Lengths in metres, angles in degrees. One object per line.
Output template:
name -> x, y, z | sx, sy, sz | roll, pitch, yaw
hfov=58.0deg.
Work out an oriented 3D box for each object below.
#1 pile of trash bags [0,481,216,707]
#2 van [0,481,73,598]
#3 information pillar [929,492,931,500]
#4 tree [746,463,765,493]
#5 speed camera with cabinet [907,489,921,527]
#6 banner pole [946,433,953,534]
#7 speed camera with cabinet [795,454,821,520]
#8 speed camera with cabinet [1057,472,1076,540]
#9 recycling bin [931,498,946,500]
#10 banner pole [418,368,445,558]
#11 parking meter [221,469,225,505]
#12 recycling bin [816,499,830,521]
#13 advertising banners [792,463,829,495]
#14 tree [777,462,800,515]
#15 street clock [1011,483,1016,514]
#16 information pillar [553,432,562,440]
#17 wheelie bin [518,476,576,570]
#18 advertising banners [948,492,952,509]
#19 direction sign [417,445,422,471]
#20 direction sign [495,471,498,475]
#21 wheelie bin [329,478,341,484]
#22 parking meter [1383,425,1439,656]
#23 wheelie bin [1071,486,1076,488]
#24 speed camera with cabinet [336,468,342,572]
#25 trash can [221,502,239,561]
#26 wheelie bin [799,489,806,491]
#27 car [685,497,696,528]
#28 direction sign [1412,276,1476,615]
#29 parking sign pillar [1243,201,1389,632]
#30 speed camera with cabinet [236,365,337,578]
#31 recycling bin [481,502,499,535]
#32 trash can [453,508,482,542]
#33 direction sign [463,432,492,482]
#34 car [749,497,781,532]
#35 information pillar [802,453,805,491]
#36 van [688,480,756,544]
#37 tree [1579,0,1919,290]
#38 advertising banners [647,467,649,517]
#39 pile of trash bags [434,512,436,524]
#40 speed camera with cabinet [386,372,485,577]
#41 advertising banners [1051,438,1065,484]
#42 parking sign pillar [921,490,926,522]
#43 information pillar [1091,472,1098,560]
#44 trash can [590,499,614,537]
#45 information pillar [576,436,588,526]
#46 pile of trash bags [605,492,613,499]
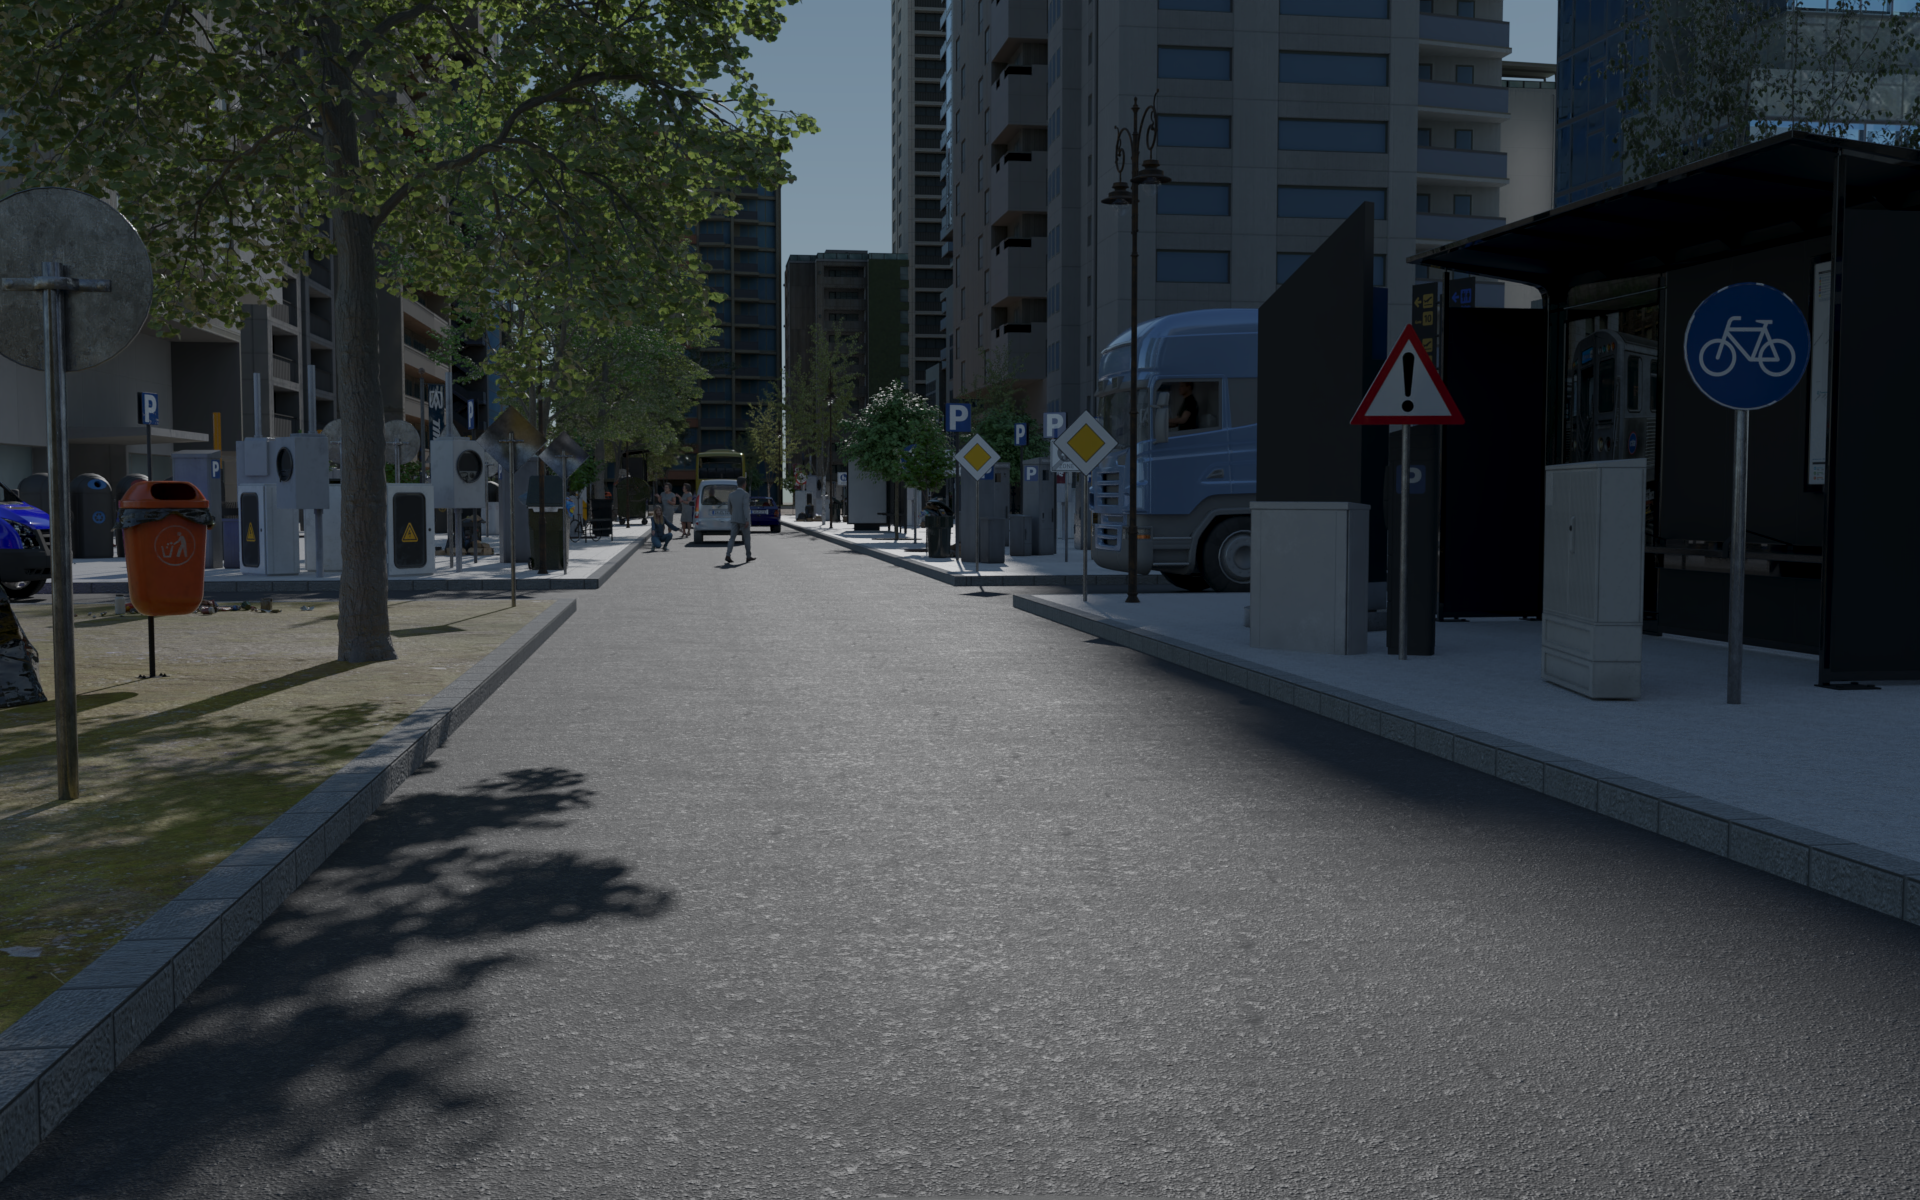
pile of trash bags -> -6.422, -0.069, 10.885 | 1.912, 1.369, 3.447 | 3, 5, 42
van -> -14.726, -1.139, 23.012 | 5.245, 2.365, 2.240 | 0, 4, -7
information pillar -> -1.397, -4.314, 75.030 | 0.304, 2.012, 0.304 | 0, 4, 4
tree -> -21.536, -11.704, 175.070 | 4.285, 4.588, 4.351 | 0, 3, 0
speed camera with cabinet -> -1.939, -4.549, 68.713 | 0.660, 3.252, 2.038 | 0, 4, 6
banner pole -> -0.649, -4.034, 55.980 | 0.863, 3.779, 0.401 | -1, 4, -10
speed camera with cabinet -> -7.443, -5.552, 85.107 | 0.660, 3.252, 2.038 | 1, 4, 18
speed camera with cabinet -> 2.997, -3.354, 49.180 | 0.660, 3.252, 2.038 | 1, 4, 19
recycling bin -> -1.300, -5.404, 100.905 | 0.722, 1.027, 0.722 | 2, 4, 33
banner pole -> -10.552, -2.726, 34.591 | 0.401, 3.779, 0.863 | 2, 4, 26
parking meter -> -14.565, -1.716, 33.774 | 0.255, 1.863, 0.399 | 2, 4, 35
recycling bin -> -6.454, -4.286, 82.630 | 0.722, 1.027, 0.722 | 1, 4, 9
advertising banners -> -8.483, -6.230, 98.048 | 2.074, 3.025, 0.090 | 0, 4, 2
tree -> -10.059, -6.773, 105.341 | 1.663, 3.219, 1.824 | 0, 3, 0
street clock -> 3.016, -5.708, 97.890 | 0.358, 2.002, 0.471 | 0, 4, 6
information pillar -> -14.429, -4.337, 62.265 | 0.183, 3.616, 0.504 | 2, 4, 28
wheelie bin -> -7.003, -1.316, 29.424 | 0.980, 1.594, 0.693 | 0, 4, -2
advertising banners -> 0.185, -6.362, 100.211 | 2.074, 3.025, 0.090 | 2, 4, 29
direction sign -> -25.075, -5.411, 80.461 | 0.379, 3.537, 0.876 | -2, 4, -30
direction sign -> -19.464, -4.889, 71.937 | 0.876, 3.537, 0.379 | -1, 4, -16
wheelie bin -> -12.463, -1.650, 34.884 | 0.980, 1.594, 0.693 | -3, 4, -38
parking meter -> 3.598, -0.497, 13.844 | 0.399, 1.863, 0.255 | 1, 4, 22
wheelie bin -> 4.629, -3.828, 70.491 | 0.980, 1.594, 0.693 | 2, 4, 25
speed camera with cabinet -> -10.805, -2.095, 28.596 | 2.038, 3.252, 0.660 | 0, 4, -3
trash can -> -13.342, -1.245, 32.017 | 0.748, 1.137, 0.748 | 0, 3, 0
wheelie bin -> -8.900, -5.611, 99.654 | 0.980, 1.594, 0.693 | 1, 4, 15
car -> -10.979, -3.785, 74.468 | 1.945, 1.354, 3.894 | -1, 4, -10
direction sign -> 5.129, -1.620, 18.488 | 0.379, 3.537, 0.876 | -2, 4, -30
parking sign pillar -> 3.477, -1.723, 16.649 | 1.447, 3.967, 1.447 | -3, 4, -38
speed camera with cabinet -> -10.566, -1.997, 26.991 | 2.038, 3.252, 0.660 | 3, 5, 44
recycling bin -> -14.864, -2.576, 54.676 | 0.722, 1.027, 0.722 | 1, 4, 10
trash can -> -11.083, -1.671, 38.977 | 0.748, 1.137, 0.748 | 0, 3, 0
direction sign -> -17.754, -4.378, 63.585 | 0.876, 3.537, 0.379 | -1, 4, -16
car -> -7.762, -3.261, 65.903 | 1.945, 1.354, 3.894 | -1, 4, -10
information pillar -> -8.909, -6.554, 98.509 | 0.183, 3.616, 0.504 | -1, 4, -11
van -> -7.082, -2.725, 51.557 | 2.013, 2.044, 4.112 | 0, 4, -7
tree -> 8.818, -4.215, 19.284 | 4.360, 8.622, 3.978 | 0, 3, 0
advertising banners -> -17.835, -6.283, 98.909 | 0.090, 3.025, 2.074 | -1, 4, -11
pile of trash bags -> -12.856, -1.806, 39.280 | 1.912, 1.369, 3.447 | -2, 4, -26
speed camera with cabinet -> -8.501, -2.029, 27.517 | 0.660, 3.252, 2.038 | 2, 4, 32
advertising banners -> 3.297, -3.016, 45.501 | 2.074, 3.025, 0.090 | -1, 4, -18
parking sign pillar -> -1.975, -5.119, 72.164 | 1.447, 3.967, 1.447 | -3, 4, -38
information pillar -> 2.730, -1.796, 33.860 | 0.304, 2.012, 0.304 | 1, 4, 11
trash can -> -10.801, -2.483, 52.251 | 0.748, 1.137, 0.748 | 0, 3, 0
information pillar -> -15.356, -4.823, 70.213 | 0.183, 3.616, 0.504 | 3, 5, 41
pile of trash bags -> -18.469, -4.530, 83.825 | 3.447, 1.369, 1.912 | 1, 4, 10
